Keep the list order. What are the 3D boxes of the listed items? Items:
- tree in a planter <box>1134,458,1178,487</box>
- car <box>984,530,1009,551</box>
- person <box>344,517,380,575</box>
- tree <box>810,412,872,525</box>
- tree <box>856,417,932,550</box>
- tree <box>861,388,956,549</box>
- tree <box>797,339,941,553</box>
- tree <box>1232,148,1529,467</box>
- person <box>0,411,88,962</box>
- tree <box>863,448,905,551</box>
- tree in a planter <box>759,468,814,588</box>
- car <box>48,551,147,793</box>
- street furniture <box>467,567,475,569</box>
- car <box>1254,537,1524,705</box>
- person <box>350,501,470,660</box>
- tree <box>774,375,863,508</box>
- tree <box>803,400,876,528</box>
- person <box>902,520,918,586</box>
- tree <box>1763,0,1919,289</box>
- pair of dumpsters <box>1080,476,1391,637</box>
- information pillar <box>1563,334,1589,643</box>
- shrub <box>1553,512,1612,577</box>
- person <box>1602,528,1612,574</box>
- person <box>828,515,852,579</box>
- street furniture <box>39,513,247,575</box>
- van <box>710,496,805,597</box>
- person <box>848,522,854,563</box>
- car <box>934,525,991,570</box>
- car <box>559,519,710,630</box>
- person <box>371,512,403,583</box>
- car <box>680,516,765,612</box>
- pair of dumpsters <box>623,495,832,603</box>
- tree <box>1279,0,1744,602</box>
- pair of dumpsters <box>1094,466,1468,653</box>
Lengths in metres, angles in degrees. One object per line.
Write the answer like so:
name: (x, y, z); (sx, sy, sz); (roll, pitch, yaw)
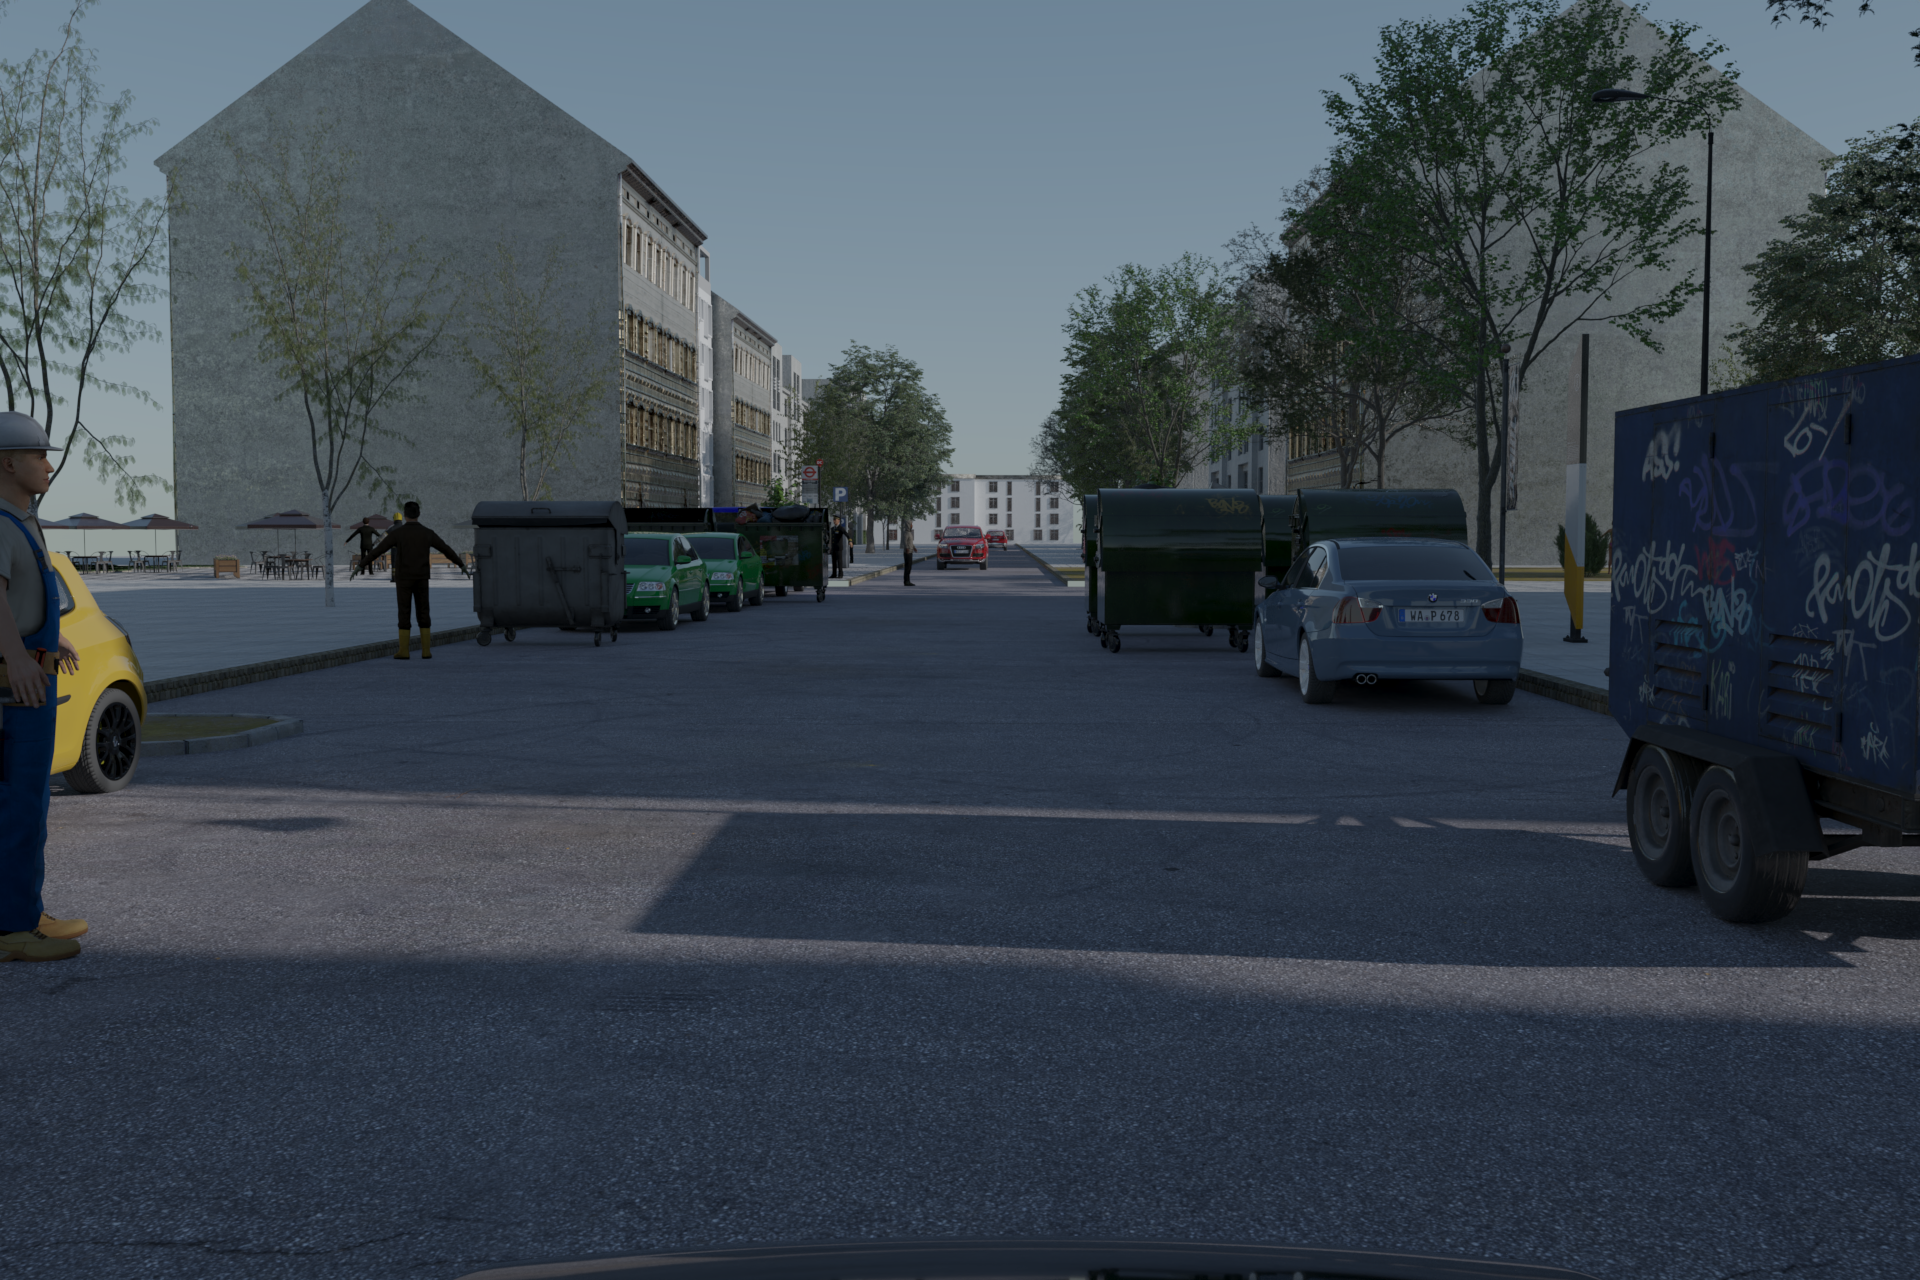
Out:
tree in a planter: (4.593, -2.656, 40.652); (1.991, 3.239, 1.994); (0, 4, 2)
car: (3.074, -8.652, 150.129); (2.281, 1.827, 5.304); (0, 4, 1)
person: (-18.609, -2.943, 54.300); (1.347, 1.806, 0.705); (-1, 4, -17)
tree: (-6.667, -9.319, 102.732); (4.360, 8.622, 3.978); (0, 3, 0)
tree: (-5.941, -12.487, 138.567); (8.767, 10.594, 7.601); (1, 4, 15)
tree: (-5.042, -14.931, 150.771); (9.857, 13.997, 8.962); (0, 3, 0)
tree: (-5.865, -12.725, 114.716); (9.857, 13.997, 8.962); (0, 3, 0)
tree: (10.146, -6.601, 42.334); (7.601, 10.594, 8.767); (1, 4, 13)
person: (-3.192, 0.146, 5.923); (0.705, 1.847, 1.347); (-1, 4, -23)
tree: (-5.853, -11.081, 131.543); (4.360, 8.622, 3.978); (0, 3, 0)
tree in a planter: (-4.886, -3.024, 46.668); (1.991, 3.239, 1.994); (0, 4, 2)
car: (-5.551, 0.121, 8.244); (2.015, 1.641, 3.980); (0, 4, 1)
street furniture: (-12.524, -3.041, 56.576); (9.812, 1.723, 11.010); (1, 4, 15)
car: (3.807, -0.236, 15.867); (2.014, 1.417, 4.499); (0, 4, 2)
person: (-6.278, -0.689, 19.852); (1.346, 1.812, 0.704); (-2, 4, -29)
tree: (-6.836, -8.004, 81.224); (4.737, 8.622, 4.395); (0, 3, 0)
tree: (-5.997, -8.811, 94.421); (4.360, 8.622, 3.978); (0, 3, 0)
person: (-1.400, -2.396, 47.767); (0.705, 1.813, 1.348); (1, 4, 9)
tree: (10.067, -4.766, 12.332); (8.767, 10.594, 7.601); (0, 4, -3)
pair of dumpsters: (3.930, -1.202, 24.603); (4.436, 2.255, 1.574); (0, 4, 1)
information pillar: (7.310, -1.785, 20.541); (0.183, 3.616, 0.504); (0, 4, 2)
shrub: (18.725, -2.917, 52.107); (1.690, 2.028, 1.600); (0, 3, 0)
person: (20.893, -2.964, 55.261); (1.217, 1.733, 0.721); (3, 4, 39)
person: (-3.577, -2.695, 50.004); (1.347, 1.837, 0.705); (3, 4, 38)
street furniture: (-32.191, -2.914, 52.666); (14.083, 1.986, 27.439); (0, 4, -3)
van: (-4.857, -2.263, 41.385); (2.240, 2.365, 5.245); (0, 4, 1)
person: (-4.826, -4.276, 76.049); (0.705, 1.813, 1.348); (-1, 4, -10)
car: (0.120, -3.799, 70.791); (2.281, 1.827, 5.304); (0, 4, 1)
car: (-5.077, -1.123, 27.156); (1.959, 1.807, 4.718); (0, 4, 1)
person: (-14.839, -2.444, 45.733); (1.351, 1.858, 0.704); (-2, 4, -28)
car: (-4.872, -1.498, 33.295); (1.959, 1.807, 4.718); (0, 4, 1)
pair of dumpsters: (-4.962, -1.935, 36.594); (4.436, 2.255, 1.574); (0, 4, 2)
tree: (10.084, -6.529, 32.506); (9.928, 11.665, 9.643); (0, 3, 0)
pair of dumpsters: (3.863, -1.001, 21.311); (4.436, 2.255, 1.574); (0, 4, 0)
